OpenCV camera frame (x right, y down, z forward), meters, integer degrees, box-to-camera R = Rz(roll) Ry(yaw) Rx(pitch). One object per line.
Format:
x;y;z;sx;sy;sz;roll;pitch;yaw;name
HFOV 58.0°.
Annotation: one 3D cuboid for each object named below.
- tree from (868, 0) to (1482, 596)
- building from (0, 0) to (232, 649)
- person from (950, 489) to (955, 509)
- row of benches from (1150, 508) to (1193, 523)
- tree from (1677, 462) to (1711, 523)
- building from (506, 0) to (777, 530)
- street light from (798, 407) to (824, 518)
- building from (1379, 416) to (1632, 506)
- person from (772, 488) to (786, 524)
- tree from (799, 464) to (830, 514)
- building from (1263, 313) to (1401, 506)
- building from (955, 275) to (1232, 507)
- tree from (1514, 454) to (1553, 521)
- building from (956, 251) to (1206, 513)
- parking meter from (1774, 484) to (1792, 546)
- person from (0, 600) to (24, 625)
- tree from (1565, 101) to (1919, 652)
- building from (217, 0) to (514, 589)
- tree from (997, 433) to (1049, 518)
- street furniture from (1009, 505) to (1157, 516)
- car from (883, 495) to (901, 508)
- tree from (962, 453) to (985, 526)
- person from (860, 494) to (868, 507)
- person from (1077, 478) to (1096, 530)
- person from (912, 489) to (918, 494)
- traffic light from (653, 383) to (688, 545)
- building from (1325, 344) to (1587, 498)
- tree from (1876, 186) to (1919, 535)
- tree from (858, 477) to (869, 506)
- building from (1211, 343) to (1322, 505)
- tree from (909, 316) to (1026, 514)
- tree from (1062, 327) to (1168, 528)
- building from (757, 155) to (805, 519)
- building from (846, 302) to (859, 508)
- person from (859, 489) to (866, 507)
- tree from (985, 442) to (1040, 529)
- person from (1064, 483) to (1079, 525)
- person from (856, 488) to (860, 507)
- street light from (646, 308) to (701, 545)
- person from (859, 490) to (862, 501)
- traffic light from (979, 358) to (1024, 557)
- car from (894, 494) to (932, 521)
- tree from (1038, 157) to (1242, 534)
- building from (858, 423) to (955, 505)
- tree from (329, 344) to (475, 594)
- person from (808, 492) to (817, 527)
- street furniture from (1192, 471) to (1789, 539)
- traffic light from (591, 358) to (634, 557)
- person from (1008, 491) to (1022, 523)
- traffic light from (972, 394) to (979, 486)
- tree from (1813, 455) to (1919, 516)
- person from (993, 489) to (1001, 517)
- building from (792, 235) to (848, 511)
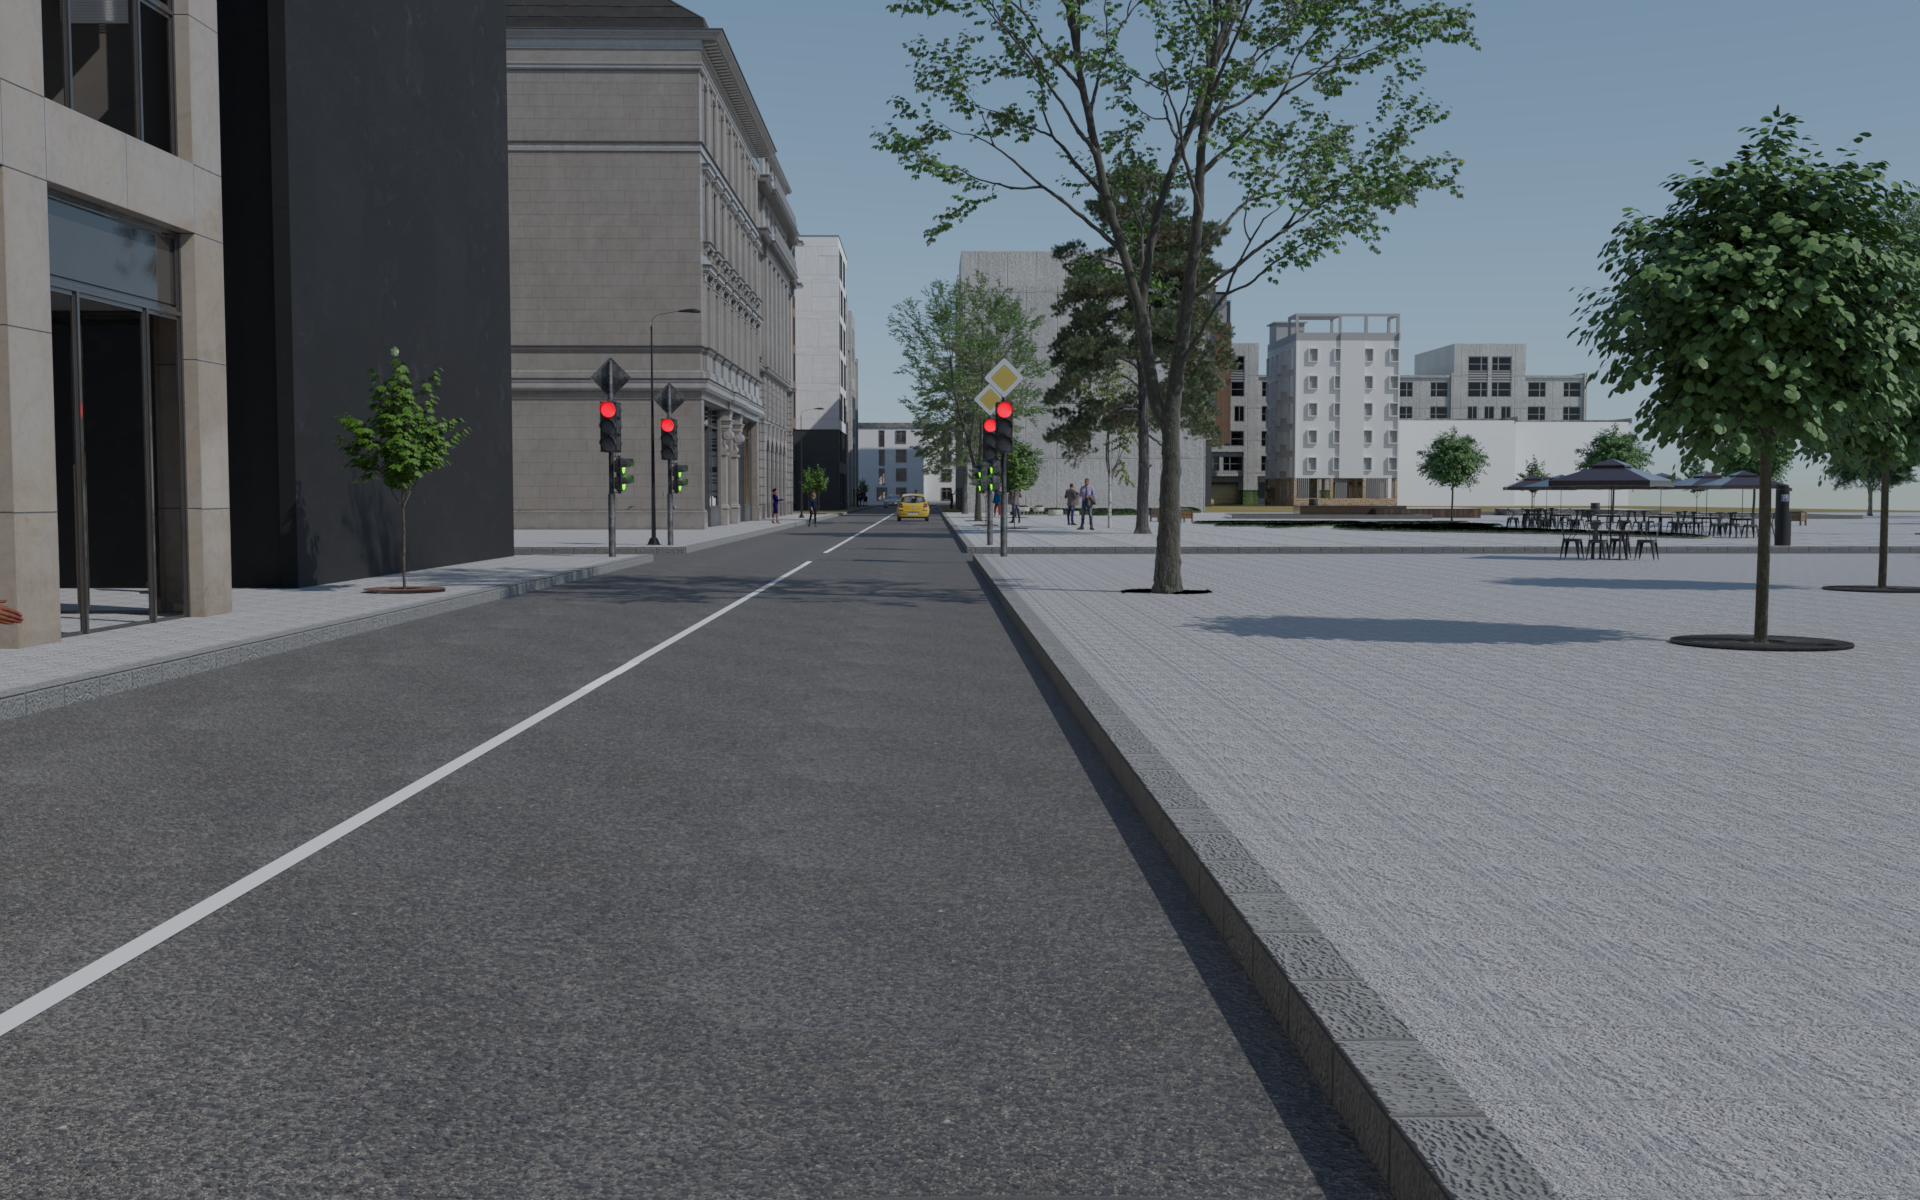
2.573;-5.883;21.945;9.928;11.665;9.643;0;3;0;tree
-17.157;-12.004;0.784;19.350;26.468;34.151;0;4;-1;building
-0.625;-8.897;152.314;0.742;1.727;0.445;2;4;33;person
9.736;-3.926;79.659;1.422;0.672;4.104;-1;4;-14;row of benches
32.959;-5.085;77.745;1.663;3.219;1.824;0;3;0;tree
-13.649;-12.973;63.012;10.553;20.767;40.483;0;4;-1;building
-7.981;-7.367;92.997;1.470;5.913;1.316;0;4;-1;street light
59.994;-15.260;191.640;28.070;9.664;9.099;0;4;-1;building
-7.908;-4.085;75.209;0.546;1.535;0.453;-2;4;-33;person
-9.107;-7.056;109.966;1.663;3.219;1.824;0;3;0;tree
40.051;-20.259;187.652;11.380;20.091;16.016;0;4;-1;building
13.397;-20.449;178.323;27.936;21.610;32.646;0;4;-1;building
27.399;-5.409;83.047;1.663;3.219;1.824;0;3;0;tree
8.298;-16.419;134.913;16.747;18.905;31.486;0;4;-1;building
20.433;-2.114;42.981;0.372;1.533;0.369;0;3;0;parking meter
-3.426;0.314;5.733;0.546;1.535;0.453;-2;4;-34;person
6.765;-1.895;14.697;4.285;4.588;4.351;0;3;0;tree
-17.003;-12.179;28.797;15.834;23.373;12.332;0;4;-1;building
3.107;-6.738;93.886;4.285;4.588;4.351;0;3;0;tree
7.779;-5.408;104.043;10.072;0.657;5.734;1;4;13;street furniture
-6.983;-10.307;180.877;2.083;1.381;4.827;0;4;-1;car
1.109;-4.615;70.061;1.663;3.219;1.824;0;3;0;tree
-9.865;-10.296;177.566;0.799;1.438;0.628;-1;4;-8;person
4.493;-3.413;61.720;0.709;1.838;0.599;1;4;13;person
-3.007;-6.487;115.247;0.565;1.739;0.600;-1;4;-20;person
-7.228;-3.302;43.231;0.839;4.213;0.868;0;4;-1;traffic light
57.830;-21.131;211.955;31.486;18.905;16.747;0;4;-1;building
30.879;-7.854;54.162;9.928;11.665;9.643;0;3;0;tree
-10.821;-11.984;190.540;1.663;3.219;1.824;0;3;0;tree
26.353;-21.085;211.189;31.486;18.905;16.747;0;4;-1;building
0.748;-11.786;110.822;7.486;12.596;7.792;0;3;0;tree
5.864;-7.002;64.846;4.737;8.622;4.395;0;3;0;tree
-16.103;-15.559;96.192;13.314;21.916;24.055;0;4;-1;building
-18.827;-18.384;167.043;16.747;18.905;31.486;0;4;-1;building
-9.940;-10.397;176.486;0.683;1.767;0.568;-1;4;-17;person
2.016;-4.222;63.636;1.663;3.219;1.824;0;3;0;tree
4.630;-3.947;71.401;0.431;1.722;0.655;-3;5;-41;person
-9.914;-9.963;168.902;0.705;1.831;1.348;0;4;-1;person
-7.162;-4.333;43.394;1.470;5.913;1.316;0;4;-1;street light
-10.800;-10.968;186.082;0.721;1.735;1.217;0;4;-7;person
0.879;-2.823;35.409;0.839;4.213;0.868;0;4;-1;traffic light
-2.498;-5.001;91.986;2.015;1.641;3.980;0;4;-2;car
5.905;-8.163;55.523;6.751;12.117;7.091;0;3;0;tree
-4.309;-16.257;207.949;28.070;9.664;9.099;0;4;-1;building
-7.416;-1.713;22.605;1.663;3.219;1.824;0;3;0;tree
-6.476;-3.970;75.945;0.613;1.512;0.480;3;4;38;person
17.455;-3.541;62.928;14.083;1.986;27.439;0;4;-3;street furniture
-7.081;-2.814;35.247;0.839;4.213;0.868;0;4;-1;traffic light
2.405;-4.256;76.444;0.655;1.722;0.431;-2;4;-31;person
0.732;-3.312;43.393;0.839;4.213;0.868;0;4;-1;traffic light
55.255;-8.301;98.635;11.467;7.101;20.602;-1;4;-15;tree
2.090;-5.461;97.031;0.444;1.614;0.593;-2;4;-35;person
-23.452;-17.773;134.566;27.936;21.610;32.646;0;4;-1;building
